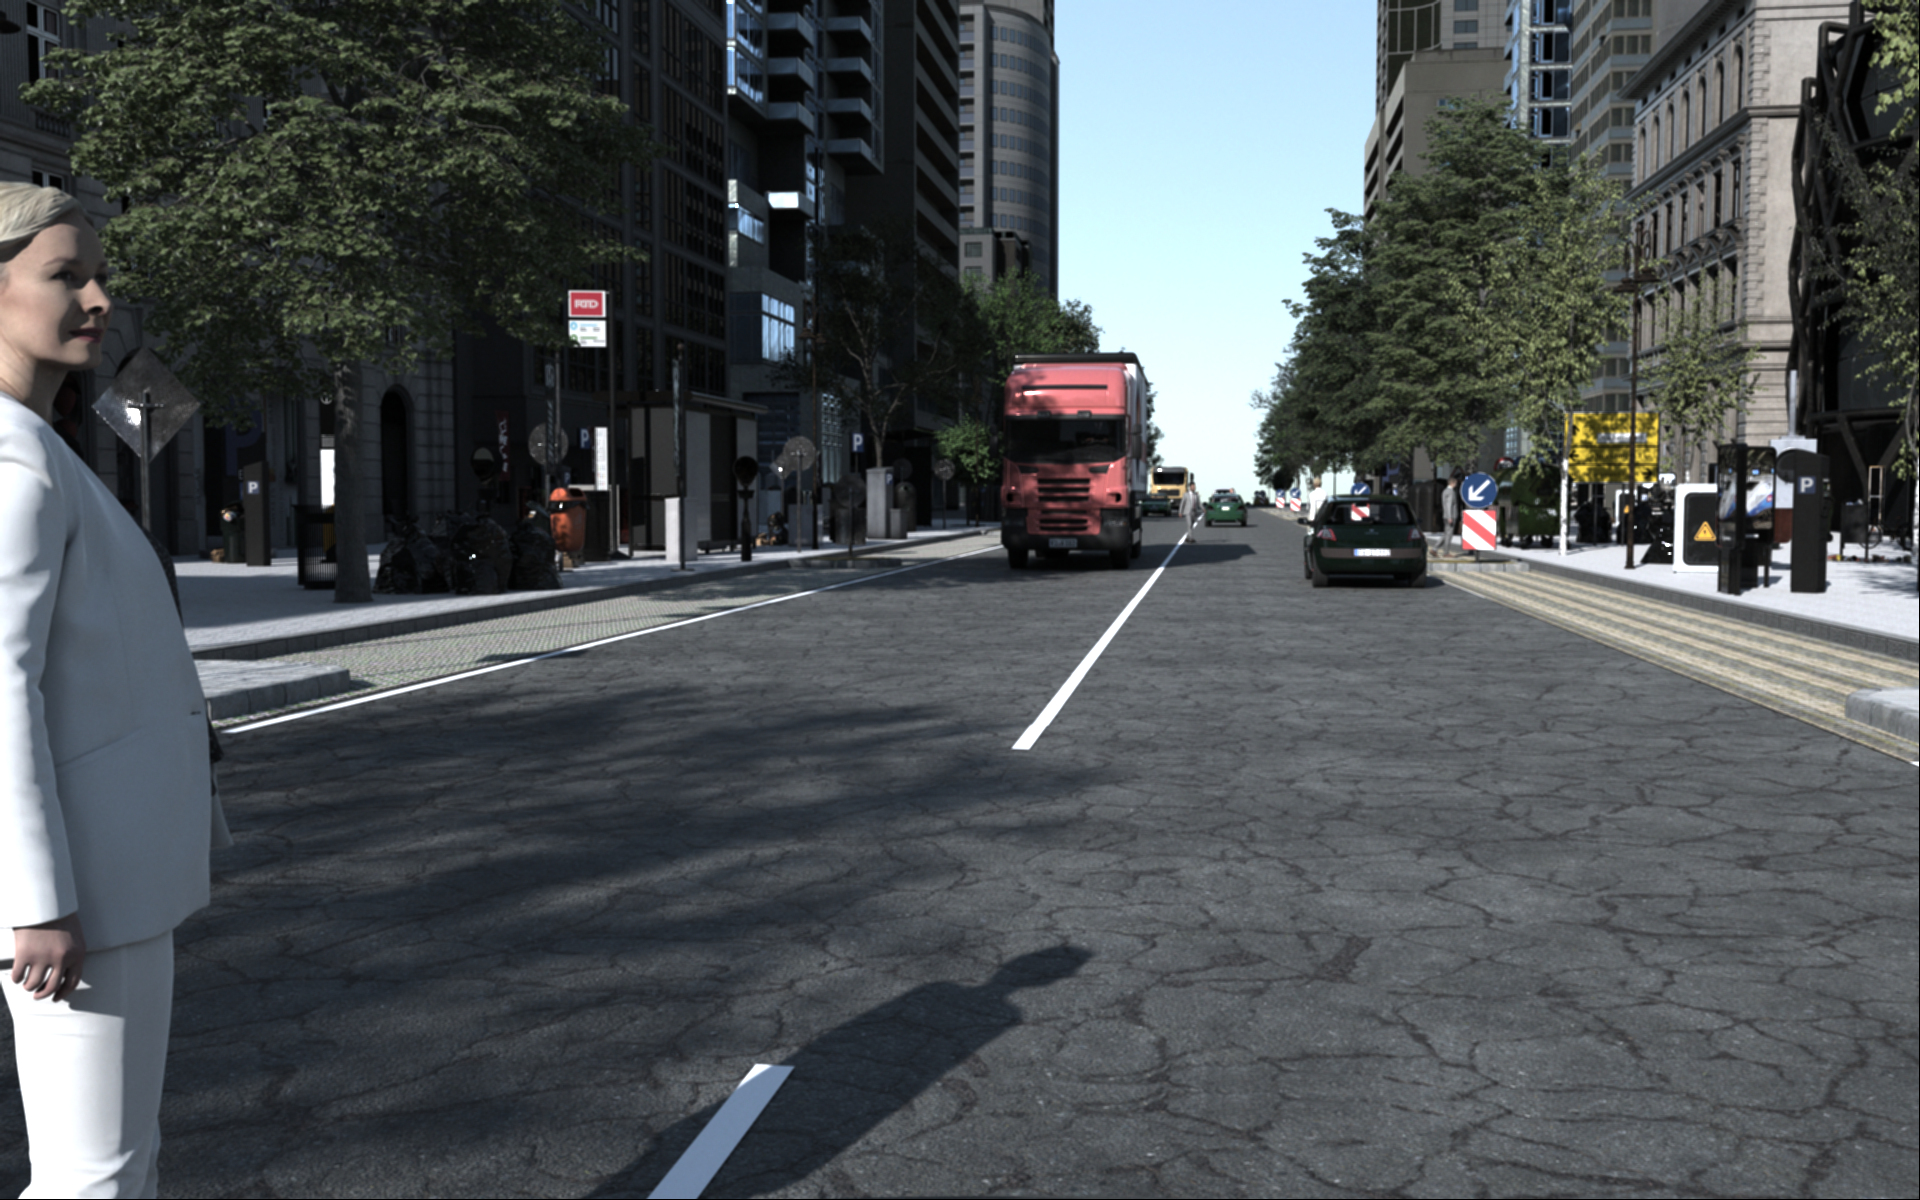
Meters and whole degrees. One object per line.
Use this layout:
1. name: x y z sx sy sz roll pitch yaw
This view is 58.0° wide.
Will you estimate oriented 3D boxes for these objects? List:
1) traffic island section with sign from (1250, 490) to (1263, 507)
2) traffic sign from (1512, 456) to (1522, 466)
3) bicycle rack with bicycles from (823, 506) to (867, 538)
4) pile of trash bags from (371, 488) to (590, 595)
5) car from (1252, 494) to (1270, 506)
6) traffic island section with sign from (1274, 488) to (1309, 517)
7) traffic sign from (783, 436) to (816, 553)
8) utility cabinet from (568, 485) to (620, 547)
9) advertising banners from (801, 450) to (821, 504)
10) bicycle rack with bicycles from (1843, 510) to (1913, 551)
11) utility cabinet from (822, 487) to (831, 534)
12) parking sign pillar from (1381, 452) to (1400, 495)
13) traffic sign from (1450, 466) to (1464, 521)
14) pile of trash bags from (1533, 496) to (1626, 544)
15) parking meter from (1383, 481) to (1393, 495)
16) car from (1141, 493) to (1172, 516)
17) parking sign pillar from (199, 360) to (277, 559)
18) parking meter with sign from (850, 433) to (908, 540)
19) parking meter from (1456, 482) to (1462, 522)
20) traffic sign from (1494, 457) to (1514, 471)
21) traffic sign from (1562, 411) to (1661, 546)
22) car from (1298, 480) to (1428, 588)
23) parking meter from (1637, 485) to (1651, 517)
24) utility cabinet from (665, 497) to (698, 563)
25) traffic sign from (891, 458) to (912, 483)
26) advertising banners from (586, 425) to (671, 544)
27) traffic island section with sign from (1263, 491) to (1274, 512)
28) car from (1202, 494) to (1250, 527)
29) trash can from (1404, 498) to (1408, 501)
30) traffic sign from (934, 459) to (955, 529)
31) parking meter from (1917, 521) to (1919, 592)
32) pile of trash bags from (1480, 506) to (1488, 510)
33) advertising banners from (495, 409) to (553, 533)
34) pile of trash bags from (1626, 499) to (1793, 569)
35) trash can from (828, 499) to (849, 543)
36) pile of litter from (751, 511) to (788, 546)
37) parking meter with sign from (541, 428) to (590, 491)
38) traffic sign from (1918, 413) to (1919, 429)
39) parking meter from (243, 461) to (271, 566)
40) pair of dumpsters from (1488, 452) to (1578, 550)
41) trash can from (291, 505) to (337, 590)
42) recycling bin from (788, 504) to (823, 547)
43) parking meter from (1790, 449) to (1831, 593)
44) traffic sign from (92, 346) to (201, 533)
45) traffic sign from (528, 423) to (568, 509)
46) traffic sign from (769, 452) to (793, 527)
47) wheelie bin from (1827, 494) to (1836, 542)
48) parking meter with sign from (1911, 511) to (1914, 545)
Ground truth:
1. traffic island section with sign: 33.076 -11.099 190.102 1.989 1.847 2.006 1 4 8
2. traffic sign: 18.696 -3.510 57.502 0.768 2.556 0.104 1 4 13
3. bicycle rack with bicycles: -3.227 -2.344 51.712 2.925 0.926 2.852 0 4 6
4. pile of trash bags: -6.212 -0.844 23.546 1.912 1.369 3.447 2 4 24
5. car: 34.735 -11.600 199.879 2.015 1.641 3.980 1 4 8
6. traffic island section with sign: 20.970 -6.140 109.012 1.989 1.847 2.006 1 4 8
7. traffic sign: -3.533 -2.315 37.954 0.768 2.556 0.104 1 4 14
8. utility cabinet: -8.743 -2.000 41.376 1.173 1.500 0.318 -1 4 -10
9. advertising banners: -6.046 -4.535 70.332 0.090 3.025 2.074 -2 4 -26
10. bicycle rack with bicycles: 22.030 -1.626 39.971 2.925 0.926 2.852 -1 4 -16
11. utility cabinet: -4.295 -2.887 55.880 0.318 1.500 1.173 0 4 -4
12. parking sign pillar: 20.824 -5.785 83.059 1.447 3.967 1.447 1 4 9
13. traffic sign: 21.063 -4.481 73.267 0.884 2.594 0.081 1 4 14
14. pile of trash bags: 16.718 -2.207 45.839 1.912 1.369 3.447 -3 5 -45
15. parking meter: 19.578 -4.495 79.210 0.399 1.863 0.255 0 4 -4
16. car: 12.749 -6.340 112.455 1.959 1.807 4.718 1 4 10
17. parking sign pillar: -14.460 -2.821 34.600 1.447 3.967 1.447 1 4 17
18. parking meter with sign: -2.269 -3.225 48.993 1.738 3.016 0.543 2 4 35
19. parking meter: 22.597 -4.430 78.142 0.399 1.863 0.255 1 4 22
20. traffic sign: 18.623 -3.616 59.231 0.768 2.556 0.104 1 4 9
21. traffic sign: 15.974 -2.978 42.564 2.265 3.308 0.079 1 4 12
22. car: 6.463 -1.103 27.819 2.009 1.686 4.222 1 4 9
23. parking meter: 19.019 -2.432 48.178 0.372 1.533 0.369 0 3 0
24. utility cabinet: -5.294 -1.330 32.899 0.306 1.237 1.020 1 4 11
25. traffic sign: -2.081 -3.754 61.489 0.768 2.556 0.104 1 4 13
26. advertising banners: -8.477 -2.935 44.181 2.074 3.025 0.090 -2 4 -24
27. traffic island section with sign: 24.960 -7.773 135.715 1.989 1.847 2.006 1 4 8
28. car: 11.826 -3.984 76.939 2.131 1.459 4.920 1 4 9
29. trash can: 16.611 -3.207 64.087 0.748 1.137 0.748 0 3 0
30. traffic sign: -0.567 -3.835 62.806 0.768 2.556 0.104 1 4 13
31. parking meter: 12.780 -0.874 22.694 0.372 1.533 0.369 0 3 0
32. pile of trash bags: 22.048 -3.741 70.915 1.912 1.369 3.447 2 4 33
33. advertising banners: -9.186 -2.469 36.548 0.090 3.025 2.074 1 4 20
34. pile of trash bags: 13.742 -1.292 30.875 1.912 1.369 3.447 -1 4 -9
35. trash can: -3.143 -2.082 45.702 0.748 1.137 0.748 0 3 0
36. pile of litter: -4.894 -1.821 43.732 1.176 0.858 1.719 2 4 24
37. parking meter with sign: -10.731 -3.045 46.046 1.738 3.016 0.543 1 4 17
38. traffic sign: 11.888 -1.266 20.798 0.768 2.556 0.104 1 4 13
39. parking meter: -12.501 -1.534 30.786 0.399 1.863 0.255 0 4 8
40. pair of dumpsters: 13.687 -2.402 41.760 1.574 2.255 4.437 1 4 8
41. trash can: -8.628 -0.718 23.392 0.748 1.137 0.748 0 3 0
42. recycling bin: -3.797 -1.839 42.619 0.722 1.027 0.722 1 4 10
43. parking meter: 11.053 -1.026 22.493 0.255 1.863 0.399 -3 5 -40
44. traffic sign: -5.528 -0.498 11.780 0.795 2.450 0.064 1 4 8
45. traffic sign: -7.325 -1.876 30.780 0.768 2.556 0.104 1 4 13
46. traffic sign: -4.885 -2.845 47.706 0.795 2.450 0.064 1 4 14
47. wheelie bin: 22.986 -2.357 46.453 0.693 1.594 0.980 0 4 -7
48. parking meter with sign: 24.410 -2.890 43.519 0.543 3.016 1.738 3 5 44
